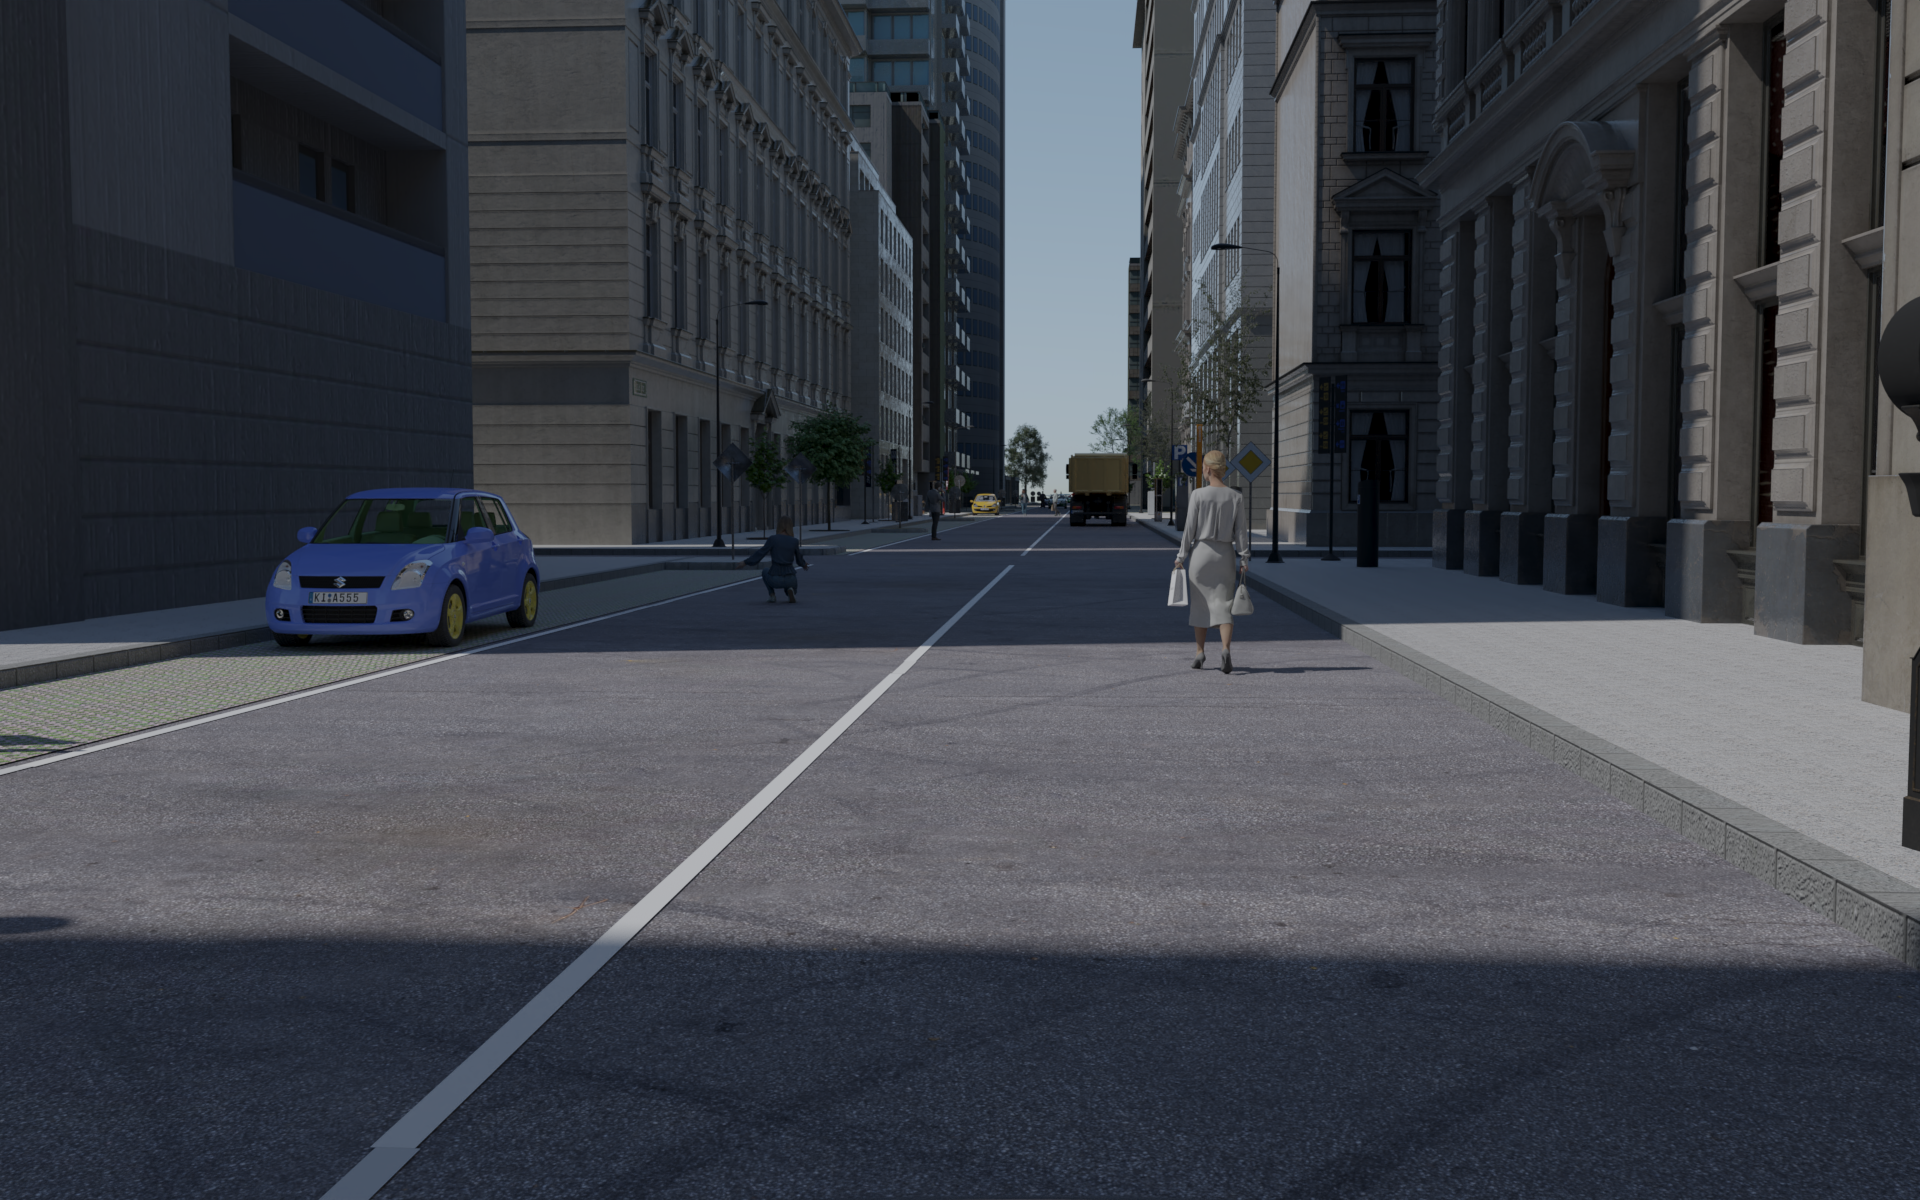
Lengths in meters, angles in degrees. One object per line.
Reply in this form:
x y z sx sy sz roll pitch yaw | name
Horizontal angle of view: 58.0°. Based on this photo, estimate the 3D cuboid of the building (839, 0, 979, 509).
-10.791 -32.283 147.435 23.786 49.044 30.456 0 4 4 | building

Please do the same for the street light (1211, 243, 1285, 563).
5.343 -3.649 32.201 1.470 5.913 1.316 0 4 4 | street light

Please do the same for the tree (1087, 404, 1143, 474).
18.558 -16.789 200.258 9.928 11.665 9.643 0 3 0 | tree

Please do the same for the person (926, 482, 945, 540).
-0.754 -2.754 53.711 0.473 1.802 0.592 -2 4 -29 | person

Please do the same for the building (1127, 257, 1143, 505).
27.464 -26.906 211.607 14.160 30.474 14.107 0 4 4 | building

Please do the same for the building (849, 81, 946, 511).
-8.606 -21.617 125.143 14.160 30.474 14.107 0 4 4 | building

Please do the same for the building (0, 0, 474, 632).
-22.400 -29.464 23.740 28.212 58.520 21.231 0 4 4 | building

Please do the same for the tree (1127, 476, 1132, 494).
15.323 -10.026 158.529 1.663 3.219 1.824 0 3 0 | tree

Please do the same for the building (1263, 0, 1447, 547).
17.811 -11.067 45.572 19.286 19.102 10.561 0 4 4 | building

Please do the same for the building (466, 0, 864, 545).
-14.528 -17.617 64.455 17.030 29.872 44.131 0 4 4 | building

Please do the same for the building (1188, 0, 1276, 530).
16.475 -18.239 75.701 11.434 29.767 29.804 0 4 4 | building

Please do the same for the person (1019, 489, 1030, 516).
4.202 -6.413 113.702 0.623 1.781 0.721 -1 4 -22 | person

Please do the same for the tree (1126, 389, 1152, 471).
13.613 -10.379 120.055 4.360 8.622 3.978 0 3 0 | tree

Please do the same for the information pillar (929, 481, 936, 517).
-1.544 -5.715 97.929 0.304 2.012 0.304 3 4 37 | information pillar

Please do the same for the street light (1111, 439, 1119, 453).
13.729 -10.611 146.025 1.470 5.913 1.316 0 4 4 | street light

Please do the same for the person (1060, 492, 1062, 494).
14.400 -14.592 247.167 1.348 1.812 0.705 -2 4 -31 | person

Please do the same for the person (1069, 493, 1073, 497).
13.377 -11.964 204.066 1.348 1.831 0.705 1 4 22 | person

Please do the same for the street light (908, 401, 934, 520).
-1.998 -7.001 87.006 1.470 5.913 1.316 0 4 4 | street light

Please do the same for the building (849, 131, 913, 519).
-8.629 -14.736 95.678 10.420 20.320 16.860 0 4 4 | building

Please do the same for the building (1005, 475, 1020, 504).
-1.533 -50.018 256.040 20.563 71.187 20.611 0 4 4 | building

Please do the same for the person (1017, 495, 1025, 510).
5.680 -9.023 156.731 1.217 1.736 0.721 0 4 -1 | person

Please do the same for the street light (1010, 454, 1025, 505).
6.451 -13.969 200.939 1.470 5.913 1.316 0 4 4 | street light

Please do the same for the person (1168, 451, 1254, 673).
2.014 -0.311 13.933 0.694 1.780 0.624 1 4 11 | person

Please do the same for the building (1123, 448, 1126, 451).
33.620 -56.249 232.349 22.319 86.520 31.000 0 4 4 | building

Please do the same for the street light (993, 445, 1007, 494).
3.733 -11.683 163.564 1.470 5.913 1.316 0 4 4 | street light

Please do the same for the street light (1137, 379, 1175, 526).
8.023 -5.964 70.046 1.470 5.913 1.316 0 4 4 | street light

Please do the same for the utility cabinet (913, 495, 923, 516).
-2.474 -5.517 101.364 0.306 1.237 1.020 -1 4 -16 | utility cabinet

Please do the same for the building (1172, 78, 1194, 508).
19.977 -19.288 102.752 14.401 28.519 23.554 0 4 4 | building

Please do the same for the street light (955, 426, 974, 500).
0.260 -8.898 118.025 1.470 5.913 1.316 0 4 4 | street light

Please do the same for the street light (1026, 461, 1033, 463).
9.730 -16.742 246.278 1.470 5.913 1.316 0 4 4 | street light

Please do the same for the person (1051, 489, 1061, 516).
6.231 -6.332 112.515 0.515 1.767 0.782 -1 4 -8 | person

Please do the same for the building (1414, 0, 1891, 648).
12.423 -11.707 20.292 11.050 23.489 19.941 0 4 4 | building

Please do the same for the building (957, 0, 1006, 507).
-6.544 -38.804 176.441 21.231 58.520 28.212 0 4 4 | building

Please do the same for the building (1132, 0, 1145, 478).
32.050 -35.827 175.002 28.713 52.752 27.495 0 4 4 | building

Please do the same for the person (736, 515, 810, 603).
-2.465 -0.549 22.968 1.012 1.151 0.738 -1 4 -11 | person

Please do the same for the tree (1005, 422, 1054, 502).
10.459 -21.924 275.464 9.611 12.733 9.660 0 3 0 | tree

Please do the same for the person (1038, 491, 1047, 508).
8.409 -10.203 175.867 0.990 1.755 0.434 1 4 23 | person

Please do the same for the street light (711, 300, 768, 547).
-5.289 -4.228 41.668 1.470 5.913 1.316 0 4 4 | street light

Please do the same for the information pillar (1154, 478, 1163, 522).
9.227 -4.653 80.576 0.304 2.012 0.304 -1 4 -12 | information pillar

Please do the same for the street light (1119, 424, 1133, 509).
11.542 -8.736 115.368 1.470 5.913 1.316 0 4 4 | street light

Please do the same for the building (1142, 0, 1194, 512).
25.431 -31.304 135.516 21.300 48.544 21.600 0 4 4 | building

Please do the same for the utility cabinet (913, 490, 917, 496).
-3.188 -5.917 105.422 1.173 1.500 0.318 -1 4 -10 | utility cabinet
